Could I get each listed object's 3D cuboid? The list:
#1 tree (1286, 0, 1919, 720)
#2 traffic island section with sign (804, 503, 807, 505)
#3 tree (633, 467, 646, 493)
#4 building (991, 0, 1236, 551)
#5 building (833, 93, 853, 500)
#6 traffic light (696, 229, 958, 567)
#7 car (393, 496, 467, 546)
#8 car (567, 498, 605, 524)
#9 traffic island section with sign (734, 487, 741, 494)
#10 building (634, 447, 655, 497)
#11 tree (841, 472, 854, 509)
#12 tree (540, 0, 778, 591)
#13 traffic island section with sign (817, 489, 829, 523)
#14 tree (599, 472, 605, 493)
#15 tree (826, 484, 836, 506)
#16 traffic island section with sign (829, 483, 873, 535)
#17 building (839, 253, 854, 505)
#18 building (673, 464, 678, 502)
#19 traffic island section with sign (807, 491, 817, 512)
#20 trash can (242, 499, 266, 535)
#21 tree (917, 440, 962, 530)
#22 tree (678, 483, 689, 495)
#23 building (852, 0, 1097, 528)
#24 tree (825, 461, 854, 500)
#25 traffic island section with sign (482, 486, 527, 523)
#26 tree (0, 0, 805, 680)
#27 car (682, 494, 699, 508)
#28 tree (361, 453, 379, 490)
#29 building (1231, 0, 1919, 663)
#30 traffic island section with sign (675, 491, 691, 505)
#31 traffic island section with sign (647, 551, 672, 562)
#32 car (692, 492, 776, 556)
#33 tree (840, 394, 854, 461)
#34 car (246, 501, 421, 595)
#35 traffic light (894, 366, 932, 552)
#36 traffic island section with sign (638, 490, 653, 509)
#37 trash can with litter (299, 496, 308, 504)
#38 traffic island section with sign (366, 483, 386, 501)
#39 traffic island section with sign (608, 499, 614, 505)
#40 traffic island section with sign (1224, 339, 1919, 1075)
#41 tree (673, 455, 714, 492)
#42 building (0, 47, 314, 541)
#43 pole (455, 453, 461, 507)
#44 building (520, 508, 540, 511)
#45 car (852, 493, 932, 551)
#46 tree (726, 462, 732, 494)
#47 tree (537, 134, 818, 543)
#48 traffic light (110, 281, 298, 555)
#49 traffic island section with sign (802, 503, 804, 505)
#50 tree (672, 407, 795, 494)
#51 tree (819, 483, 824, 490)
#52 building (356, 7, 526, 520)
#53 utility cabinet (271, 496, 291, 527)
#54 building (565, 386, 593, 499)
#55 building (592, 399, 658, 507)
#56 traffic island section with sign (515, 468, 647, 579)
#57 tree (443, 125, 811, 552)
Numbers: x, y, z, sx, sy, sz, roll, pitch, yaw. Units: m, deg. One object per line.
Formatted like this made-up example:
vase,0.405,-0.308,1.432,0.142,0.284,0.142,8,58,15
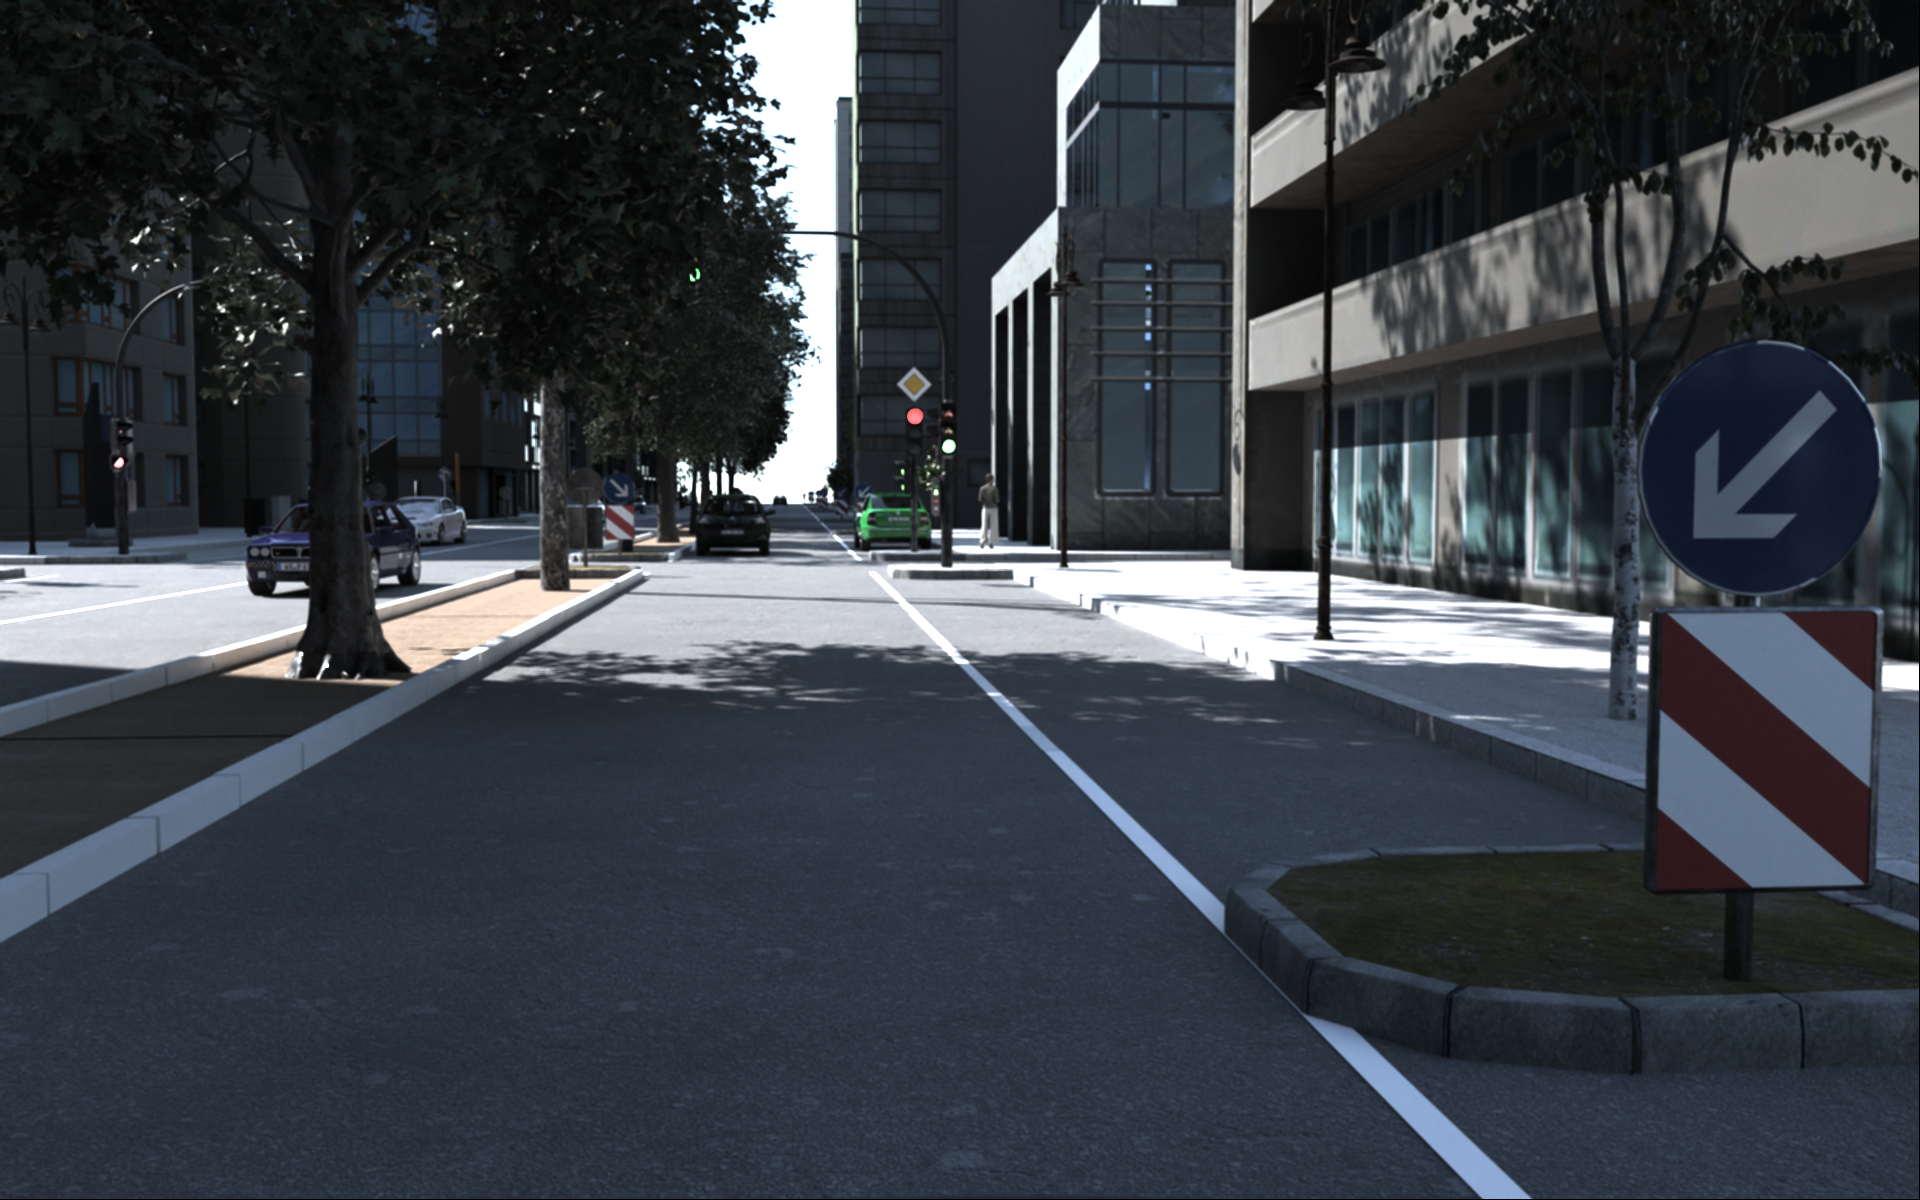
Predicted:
tree,3.650,-3.614,9.451,4.360,8.622,3.978,0,3,0
traffic island section with sign,-13.515,-9.520,164.275,1.989,1.847,2.006,0,4,-6
tree,-35.676,-12.482,187.792,4.285,4.588,4.351,0,3,0
building,16.550,-45.044,49.134,31.000,86.520,22.319,0,4,-6
building,-8.121,-43.799,258.114,21.231,58.520,28.212,0,4,-6
traffic light,-2.333,-3.380,29.938,4.771,5.953,1.251,0,4,-6
car,-15.319,-2.253,49.206,2.083,1.381,4.827,0,4,-4
car,-18.063,-4.311,82.852,2.083,1.381,4.827,0,4,-6
traffic island section with sign,-14.530,-6.364,112.188,2.006,1.907,1.989,0,4,-6
building,-49.624,-36.022,208.574,23.786,49.044,30.456,0,4,-6
tree,-9.446,-9.458,149.242,1.663,3.219,1.824,0,3,0
tree,-4.702,-10.150,24.293,12.611,20.169,13.585,0,3,0
traffic island section with sign,-6.127,-4.851,87.938,1.989,1.847,2.006,0,4,-6
tree,-30.480,-9.258,145.968,1.663,3.219,1.824,0,3,0
tree,-13.113,-11.737,186.494,1.663,3.219,1.824,0,3,0
traffic island section with sign,-3.520,-3.210,61.109,1.989,1.847,2.006,0,4,-6
building,-7.555,-26.736,208.827,14.160,30.474,14.107,0,4,-6
building,-52.778,-43.397,251.543,21.231,58.520,28.212,0,4,-6
traffic island section with sign,-10.921,-7.879,137.445,1.989,1.847,2.006,0,4,-6
trash can,-21.974,-2.588,53.969,0.748,1.137,0.748,0,3,0
tree,-0.971,-4.150,62.450,1.663,3.219,1.824,0,3,0
tree,-41.756,-16.394,262.650,1.663,3.219,1.824,0,3,0
building,2.538,-23.695,71.000,14.154,41.232,14.086,0,4,-6
tree,-11.689,-11.366,169.543,4.285,4.588,4.351,0,3,0
traffic island section with sign,-22.507,-4.714,85.700,1.989,1.847,2.006,0,4,-6
tree,-4.893,-5.737,13.261,9.611,12.733,9.660,0,3,0
car,-28.967,-10.761,185.725,2.009,1.686,4.222,0,4,-5
tree,-24.158,-4.584,69.551,1.663,3.219,1.824,0,3,0
building,16.276,-24.176,18.974,21.300,48.544,21.600,0,4,-6
traffic island section with sign,-35.331,-12.817,218.187,1.989,1.847,2.006,0,4,-6
traffic island section with sign,-7.280,-1.790,37.398,2.006,1.907,1.989,0,4,-6
car,-5.439,-1.948,41.636,2.009,1.686,4.222,0,4,-6
tree,-6.378,-10.312,118.956,4.737,8.622,4.395,0,3,0
car,-9.316,-0.816,25.918,1.945,1.354,3.894,0,4,-4
traffic light,-1.029,-3.016,38.228,0.839,4.253,0.868,0,4,-6
traffic island section with sign,-30.000,-9.452,163.161,1.989,1.847,2.006,0,4,-6
trash can with litter,-23.925,-3.269,64.513,2.233,1.210,1.678,-1,4,-14
traffic island section with sign,-19.901,-3.073,58.870,1.989,1.847,2.006,0,4,-6
traffic island section with sign,-27.397,-7.811,136.331,1.989,1.847,2.006,0,4,-6
traffic island section with sign,1.889,0.207,5.242,1.989,1.847,2.006,0,4,-6
tree,-11.438,-7.577,76.699,4.737,8.622,4.395,0,3,0
building,-38.744,-13.113,59.430,27.650,21.520,28.899,0,4,-6
pole,-24.662,-5.581,85.087,0.158,3.312,0.155,0,3,0
building,-41.939,-30.873,124.380,23.786,49.044,30.456,0,4,-6
car,-1.781,-2.202,44.803,1.959,1.807,4.718,0,4,-7
tree,-14.337,-10.954,107.309,9.928,11.665,9.643,0,3,0
tree,-8.588,-8.648,50.503,9.857,13.997,8.962,0,3,0
traffic light,-15.637,-3.802,36.839,4.771,5.953,1.251,0,4,-6
traffic island section with sign,-18.896,-12.922,219.902,1.989,1.847,2.006,0,4,-6
tree,-12.509,-10.388,90.427,7.486,12.596,7.792,0,3,0
tree,-20.539,-16.503,264.427,1.663,3.219,1.824,0,3,0
building,-31.380,-26.996,91.503,14.600,45.320,14.200,0,4,-6
utility cabinet,-24.382,-3.122,62.211,0.306,1.237,1.020,0,4,2
building,-39.491,-28.411,148.110,14.154,41.232,14.086,0,4,-6
building,-46.645,-28.139,231.772,14.160,30.474,14.107,0,4,-6
traffic island section with sign,-6.576,-1.339,30.025,2.006,1.907,1.989,0,4,-6
tree,-7.807,-6.308,40.010,8.767,10.594,7.601,0,4,-6
